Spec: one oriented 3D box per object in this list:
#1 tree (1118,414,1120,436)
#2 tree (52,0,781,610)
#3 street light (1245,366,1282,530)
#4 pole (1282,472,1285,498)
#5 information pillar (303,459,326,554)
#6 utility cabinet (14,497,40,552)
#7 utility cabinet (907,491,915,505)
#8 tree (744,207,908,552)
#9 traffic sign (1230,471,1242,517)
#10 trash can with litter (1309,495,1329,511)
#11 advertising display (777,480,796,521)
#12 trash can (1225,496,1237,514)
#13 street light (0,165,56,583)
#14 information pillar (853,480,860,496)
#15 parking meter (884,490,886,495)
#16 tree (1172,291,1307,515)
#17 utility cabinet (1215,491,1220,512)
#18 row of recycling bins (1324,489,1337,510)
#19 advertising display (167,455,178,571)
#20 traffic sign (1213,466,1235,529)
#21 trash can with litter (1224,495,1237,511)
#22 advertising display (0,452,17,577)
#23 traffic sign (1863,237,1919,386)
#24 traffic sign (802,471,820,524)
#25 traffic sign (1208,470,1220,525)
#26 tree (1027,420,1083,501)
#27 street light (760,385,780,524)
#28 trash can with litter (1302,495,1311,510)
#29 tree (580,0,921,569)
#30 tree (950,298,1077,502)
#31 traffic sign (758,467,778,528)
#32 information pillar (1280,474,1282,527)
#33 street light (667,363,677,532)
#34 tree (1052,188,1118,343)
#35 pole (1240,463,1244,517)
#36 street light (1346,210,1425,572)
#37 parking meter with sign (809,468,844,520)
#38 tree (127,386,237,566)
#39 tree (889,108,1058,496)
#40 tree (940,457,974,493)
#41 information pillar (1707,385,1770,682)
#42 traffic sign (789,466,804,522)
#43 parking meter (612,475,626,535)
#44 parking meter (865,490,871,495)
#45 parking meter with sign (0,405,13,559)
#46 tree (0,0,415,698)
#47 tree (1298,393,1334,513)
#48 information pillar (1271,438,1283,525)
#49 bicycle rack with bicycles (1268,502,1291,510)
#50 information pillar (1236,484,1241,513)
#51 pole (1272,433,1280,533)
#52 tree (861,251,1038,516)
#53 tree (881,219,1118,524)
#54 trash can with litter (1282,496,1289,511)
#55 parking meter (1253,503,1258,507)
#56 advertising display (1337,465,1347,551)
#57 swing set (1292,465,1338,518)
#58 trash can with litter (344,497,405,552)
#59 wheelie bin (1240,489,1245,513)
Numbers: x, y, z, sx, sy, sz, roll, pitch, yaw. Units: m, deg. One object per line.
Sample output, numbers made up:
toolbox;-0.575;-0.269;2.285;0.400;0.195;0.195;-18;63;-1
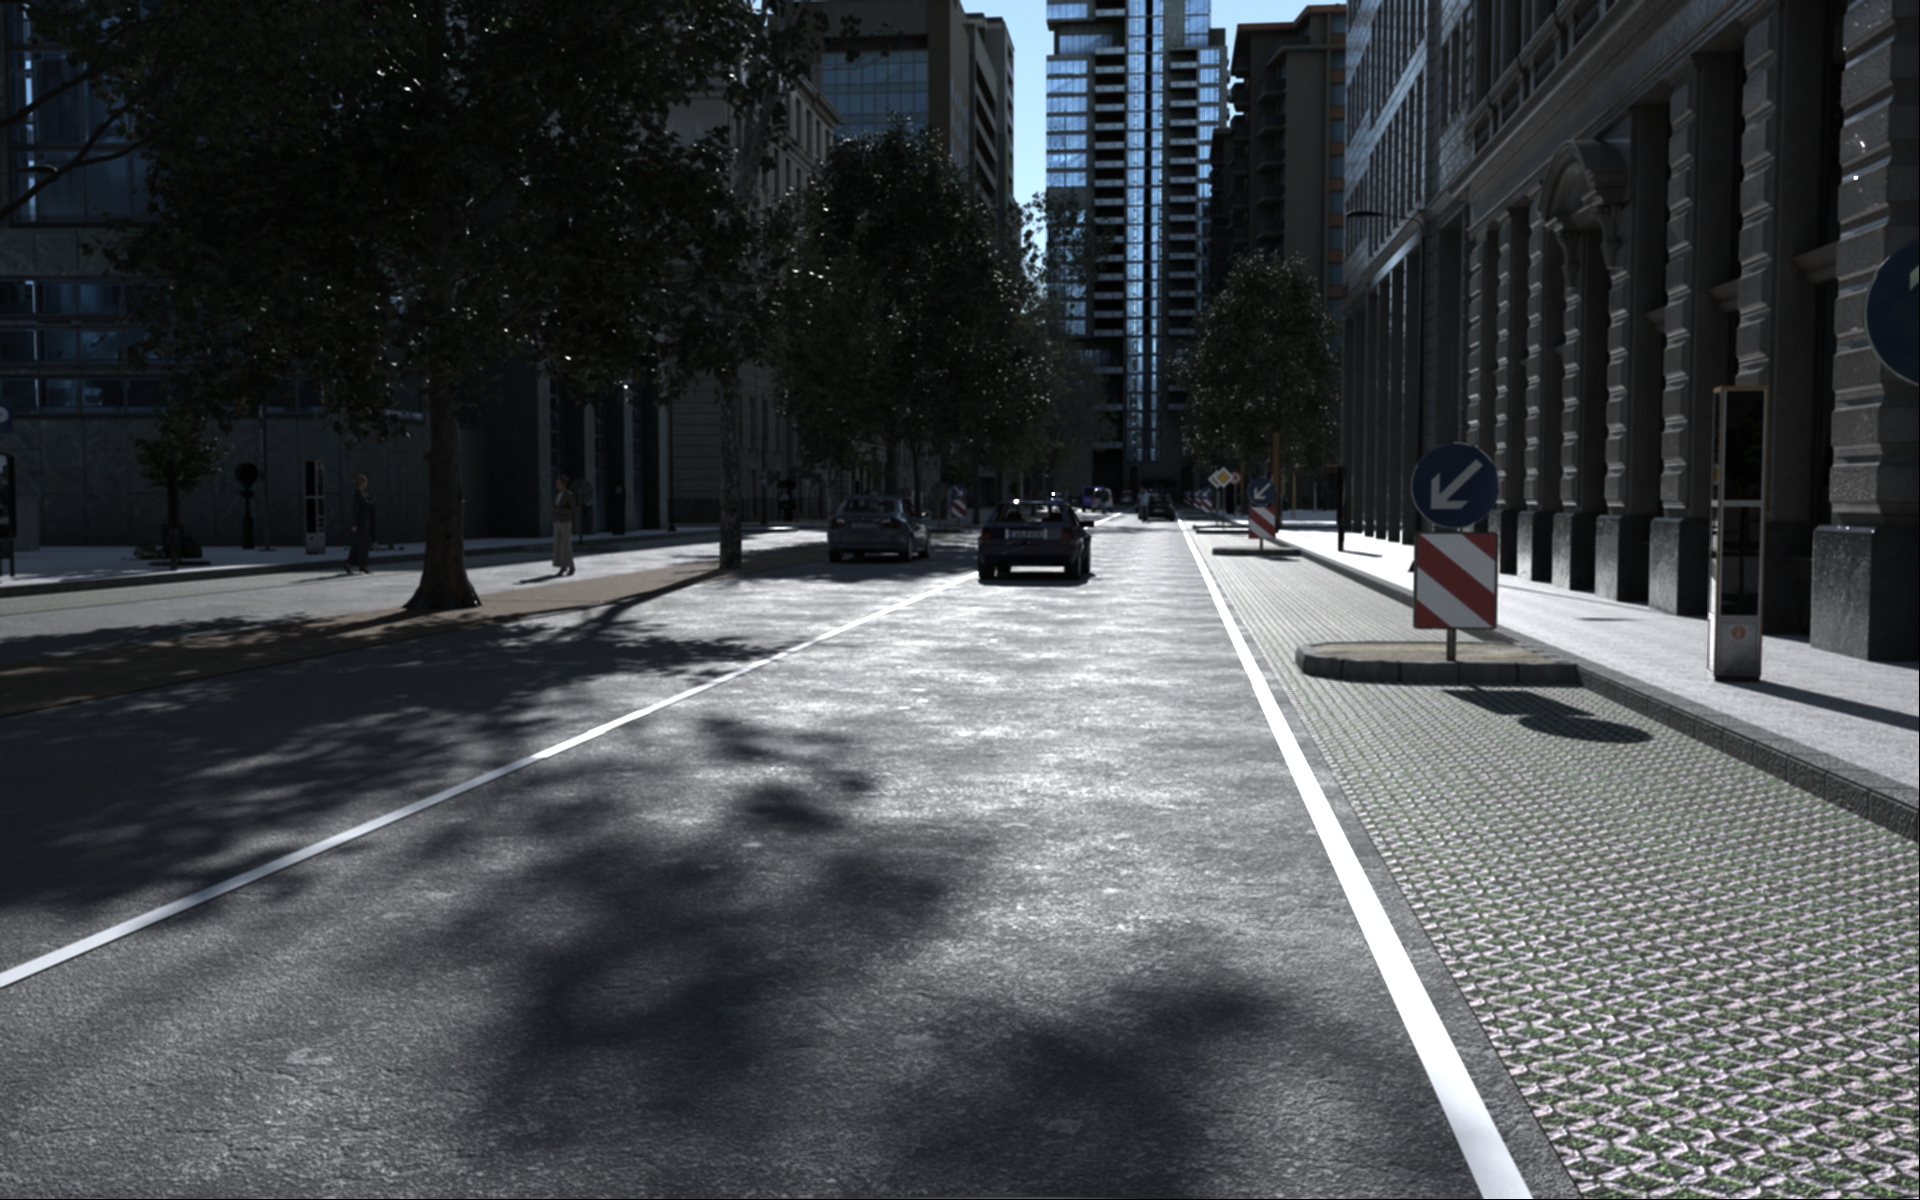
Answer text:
tree;4.829;-12.231;112.802;12.009;13.543;11.850;0;3;0
tree;-6.474;-6.247;21.598;9.611;12.733;9.660;0;3;0
street light;11.002;-5.517;62.749;1.470;5.913;1.316;0;4;7
pole;26.070;-8.910;139.529;0.158;3.312;0.155;0;3;0
information pillar;-13.740;-1.980;36.870;0.304;2.012;0.304;1;4;10
utility cabinet;-20.945;-1.692;38.827;0.306;1.237;1.020;-1;4;-14
utility cabinet;-3.359;-6.557;115.891;0.318;1.500;1.173;2;4;29
tree;-3.198;-5.479;42.406;4.737;8.622;4.395;0;3;0
traffic sign;15.228;-5.864;95.977;0.768;2.556;0.104;0;4;8
trash can with litter;27.162;-7.320;130.738;1.678;1.210;2.233;-2;4;-26
advertising display;-8.110;-4.672;81.593;0.974;1.923;0.123;0;4;4
trash can;17.557;-6.156;112.301;0.748;1.137;0.748;0;3;0
street light;-13.445;-3.187;24.655;1.470;5.913;1.316;0;4;7
information pillar;-5.657;-5.494;94.312;0.304;2.012;0.304;0;4;-1
parking meter;-4.408;-5.898;104.842;0.372;1.533;0.369;0;3;0
tree;17.714;-12.223;106.506;9.857;13.997;8.962;0;3;0
utility cabinet;18.142;-6.932;122.024;0.318;1.500;1.173;0;4;7
row of recycling bins;30.447;-7.912;136.481;3.534;1.692;1.069;1;4;17
advertising display;-13.295;-1.470;29.249;0.123;1.923;0.974;-2;4;-23
traffic sign;9.595;-3.637;63.106;0.795;2.450;0.064;0;4;7
trash can with litter;20.824;-7.380;131.726;1.678;1.210;2.233;-1;4;-17
advertising display;-15.148;-1.332;26.986;0.974;1.923;0.123;1;4;15
traffic sign;4.804;-0.513;8.495;0.768;2.556;0.104;1;4;11
traffic sign;-6.281;-4.246;73.056;0.795;2.450;0.064;0;4;7
traffic sign;10.542;-4.122;71.035;0.795;2.450;0.064;0;4;7
tree;7.576;-11.084;134.042;4.737;8.622;4.395;0;3;0
street light;-7.771;-6.147;73.051;1.470;5.913;1.316;0;4;7
trash can with litter;28.162;-7.880;140.222;0.624;1.170;1.055;-1;4;-17
tree;-5.492;-10.713;33.507;12.611;20.169;13.585;0;3;0
tree;2.066;-10.283;88.705;7.486;12.596;7.792;0;3;0
traffic sign;-7.228;-3.761;65.127;0.795;2.450;0.064;0;4;7
information pillar;11.681;-3.622;63.716;0.304;2.012;0.304;0;4;3
street light;-9.347;-5.300;59.201;1.470;5.913;1.316;0;4;7
tree;2.331;-14.781;100.007;12.611;20.169;13.585;0;3;0
pole;15.879;-6.337;97.448;0.158;3.312;0.155;0;3;0
street light;7.021;-3.420;28.458;1.470;5.913;1.316;0;4;7
parking meter with sign;-6.752;-5.592;87.687;1.738;3.016;0.543;-2;4;-26
tree;-14.248;-2.248;31.356;1.663;3.219;1.824;0;3;0
tree;-2.006;-8.067;51.356;9.611;12.733;9.660;0;3;0
tree;-0.052;-9.908;145.716;4.285;4.588;4.351;0;3;0
information pillar;5.343;-0.453;11.906;0.304;2.012;0.304;1;4;14
traffic sign;-7.377;-4.780;78.256;0.768;2.556;0.104;1;4;10
parking meter;-10.663;-2.961;54.130;0.399;1.863;0.255;-2;4;-24
parking meter;-5.143;-5.407;96.822;0.372;1.533;0.369;0;3;0
parking meter with sign;-19.254;-2.346;34.611;0.543;3.016;1.738;-2;4;-32
tree;-7.221;-5.096;11.527;9.928;11.665;9.643;0;3;0
tree;23.701;-10.128;115.952;4.360;8.622;3.978;0;3;0
information pillar;13.354;-4.987;72.890;0.504;3.616;0.183;-1;4;-13
bicycle rack with bicycles;25.114;-7.597;137.591;2.852;0.926;2.925;-3;5;-44
information pillar;19.432;-7.094;120.481;0.304;2.012;0.304;2;4;28
pole;10.520;-3.905;57.693;0.158;3.312;0.155;0;3;0
tree;-1.371;-7.537;60.097;8.767;10.594;7.601;0;4;7
tree;0.740;-10.041;77.000;12.009;13.543;11.850;0;3;0
trash can with litter;24.465;-7.365;131.812;1.055;1.170;0.624;2;4;33
parking meter;19.986;-6.834;117.454;0.255;1.863;0.399;3;5;42
advertising display;8.616;-2.073;39.108;0.123;1.923;0.974;1;4;18
swing set;19.264;-5.842;93.143;3.119;2.851;2.862;0;4;8
trash can with litter;-13.245;-1.747;39.619;1.678;1.210;2.233;0;4;6
wheelie bin;19.114;-6.587;115.605;0.693;1.594;0.980;-3;4;-37
